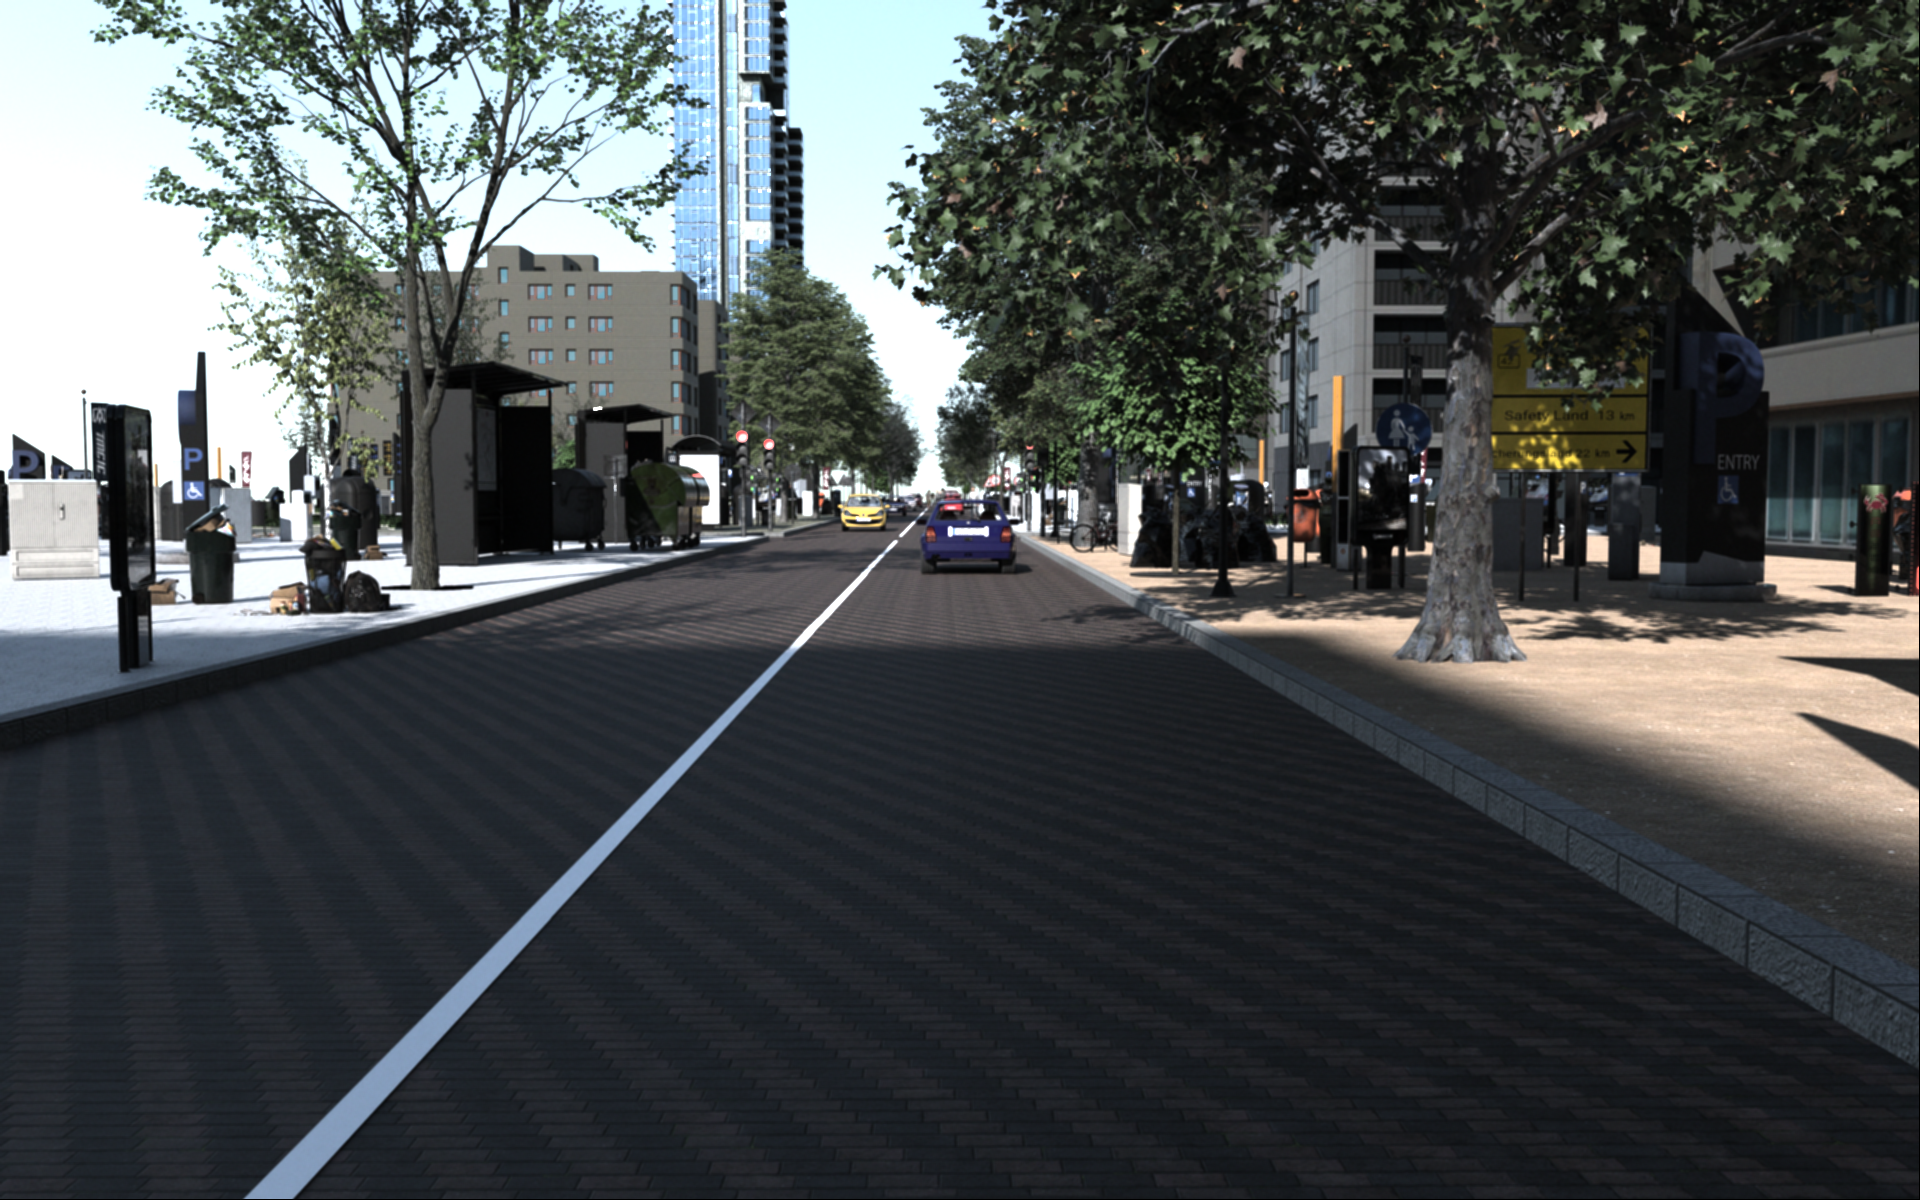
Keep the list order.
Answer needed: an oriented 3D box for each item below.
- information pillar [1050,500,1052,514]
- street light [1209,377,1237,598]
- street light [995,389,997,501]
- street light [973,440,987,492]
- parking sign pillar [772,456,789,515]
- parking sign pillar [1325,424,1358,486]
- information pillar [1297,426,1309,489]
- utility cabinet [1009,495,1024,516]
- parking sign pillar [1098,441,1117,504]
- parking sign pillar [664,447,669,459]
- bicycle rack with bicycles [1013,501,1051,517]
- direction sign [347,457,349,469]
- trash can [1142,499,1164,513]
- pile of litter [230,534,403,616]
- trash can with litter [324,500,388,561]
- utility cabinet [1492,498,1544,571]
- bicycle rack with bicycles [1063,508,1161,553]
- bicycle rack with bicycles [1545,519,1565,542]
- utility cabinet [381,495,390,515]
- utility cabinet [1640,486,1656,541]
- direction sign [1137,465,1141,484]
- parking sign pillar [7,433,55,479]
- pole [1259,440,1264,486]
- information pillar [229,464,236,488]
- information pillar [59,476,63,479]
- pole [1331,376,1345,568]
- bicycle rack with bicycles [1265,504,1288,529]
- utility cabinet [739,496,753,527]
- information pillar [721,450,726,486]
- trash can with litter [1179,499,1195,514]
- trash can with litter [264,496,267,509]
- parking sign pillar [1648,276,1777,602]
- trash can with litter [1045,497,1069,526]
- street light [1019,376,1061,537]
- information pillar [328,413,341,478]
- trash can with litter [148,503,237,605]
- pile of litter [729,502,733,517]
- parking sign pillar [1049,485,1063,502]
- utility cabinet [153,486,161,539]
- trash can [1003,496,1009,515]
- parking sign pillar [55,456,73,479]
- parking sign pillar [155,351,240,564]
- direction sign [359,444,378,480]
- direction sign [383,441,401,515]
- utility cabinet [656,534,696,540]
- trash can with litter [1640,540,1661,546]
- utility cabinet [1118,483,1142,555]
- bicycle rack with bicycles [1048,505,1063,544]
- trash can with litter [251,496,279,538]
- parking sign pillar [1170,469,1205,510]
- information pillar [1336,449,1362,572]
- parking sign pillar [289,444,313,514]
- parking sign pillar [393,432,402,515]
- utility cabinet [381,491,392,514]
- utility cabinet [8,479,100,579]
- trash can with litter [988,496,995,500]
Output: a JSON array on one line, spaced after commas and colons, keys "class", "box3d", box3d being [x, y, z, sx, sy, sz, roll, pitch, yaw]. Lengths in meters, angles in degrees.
[{"class": "information pillar", "box3d": [5.637, -6.147, 104.996, 0.304, 2.012, 0.304, 2, 4, 26]}, {"class": "street light", "box3d": [2.740, -2.992, 21.456, 1.470, 5.913, 1.316, 0, 4, -1]}, {"class": "street light", "box3d": [2.155, -6.299, 75.531, 1.470, 5.913, 1.316, 0, 4, -1]}, {"class": "street light", "box3d": [1.648, -8.107, 105.086, 1.470, 5.913, 1.316, 0, 4, -1]}, {"class": "parking sign pillar", "box3d": [-11.271, -7.371, 108.989, 1.447, 3.967, 1.447, 2, 4, 29]}, {"class": "parking sign pillar", "box3d": [14.528, -4.744, 66.030, 1.447, 3.967, 1.447, -2, 4, -35]}, {"class": "information pillar", "box3d": [9.899, -3.589, 50.043, 0.504, 3.616, 0.183, -3, 5, -43]}, {"class": "utility cabinet", "box3d": [3.420, -5.552, 101.933, 1.020, 1.237, 0.306, -1, 4, -22]}, {"class": "parking sign pillar", "box3d": [5.114, -4.388, 60.218, 1.447, 3.967, 1.447, 1, 4, 16]}, {"class": "parking sign pillar", "box3d": [-16.770, -6.795, 99.571, 1.447, 3.967, 1.447, -1, 4, -18]}, {"class": "bicycle rack with bicycles", "box3d": [4.037, -5.101, 96.791, 2.852, 0.926, 2.925, 0, 4, 4]}, {"class": "direction sign", "box3d": [-37.105, -6.976, 106.058, 0.876, 3.537, 0.379, 1, 4, 15]}, {"class": "trash can", "box3d": [5.288, -2.201, 47.641, 0.748, 1.137, 0.748, 0, 3, 0]}, {"class": "pile of litter", "box3d": [-6.988, -0.299, 18.854, 1.719, 0.858, 1.176, -1, 4, -14]}, {"class": "trash can with litter", "box3d": [-11.685, -1.353, 33.517, 0.624, 1.170, 1.055, 3, 5, 43]}, {"class": "utility cabinet", "box3d": [9.273, -1.096, 29.085, 1.020, 1.237, 0.306, -1, 4, -17]}, {"class": "bicycle rack with bicycles", "box3d": [4.106, -1.546, 38.663, 2.925, 0.926, 2.852, 1, 4, 16]}, {"class": "bicycle rack with bicycles", "box3d": [15.218, -2.033, 46.616, 2.852, 0.926, 2.925, -2, 4, -29]}, {"class": "utility cabinet", "box3d": [-31.602, -5.109, 94.701, 0.306, 1.237, 1.020, 1, 4, 17]}, {"class": "utility cabinet", "box3d": [18.316, -2.341, 46.947, 1.173, 1.500, 0.318, -2, 4, -24]}, {"class": "direction sign", "box3d": [13.828, -8.671, 133.763, 0.379, 3.537, 0.876, 1, 4, 21]}, {"class": "parking sign pillar", "box3d": [-41.240, -5.396, 76.697, 1.447, 3.967, 1.447, -1, 4, -11]}, {"class": "pole", "box3d": [11.405, -4.382, 65.492, 0.158, 3.312, 0.155, 0, 3, 0]}, {"class": "information pillar", "box3d": [-56.439, -8.748, 134.384, 0.504, 3.616, 0.183, 0, 4, 5]}, {"class": "information pillar", "box3d": [-35.635, -3.942, 68.942, 0.304, 2.012, 0.304, -3, 5, -44]}, {"class": "pole", "box3d": [6.537, -2.210, 29.971, 0.158, 3.312, 0.155, 0, 3, 0]}, {"class": "bicycle rack with bicycles", "box3d": [12.400, -3.068, 63.548, 2.852, 0.926, 2.925, -1, 4, -17]}, {"class": "utility cabinet", "box3d": [-8.460, -3.498, 68.360, 0.306, 1.237, 1.020, -1, 4, -23]}, {"class": "information pillar", "box3d": [-11.829, -5.777, 85.814, 0.504, 3.616, 0.183, 0, 4, 2]}, {"class": "trash can with litter", "box3d": [11.014, -4.515, 85.208, 0.624, 1.170, 1.055, 3, 5, 40]}, {"class": "trash can with litter", "box3d": [-40.096, -5.488, 101.111, 1.055, 1.170, 0.624, 1, 4, 23]}, {"class": "parking sign pillar", "box3d": [9.220, -1.997, 21.123, 1.447, 3.967, 1.447, -2, 4, -24]}, {"class": "trash can with litter", "box3d": [3.850, -3.618, 70.547, 1.055, 1.170, 0.624, -1, 4, -22]}, {"class": "street light", "box3d": [2.300, -4.830, 51.504, 1.470, 5.913, 1.316, 0, 4, -1]}, {"class": "information pillar", "box3d": [-18.162, -3.608, 50.345, 0.183, 3.616, 0.504, 1, 4, 10]}, {"class": "trash can with litter", "box3d": [-8.987, -0.538, 20.186, 1.055, 1.170, 0.624, -1, 4, -21]}, {"class": "pile of litter", "box3d": [-12.610, -5.103, 97.399, 1.176, 0.858, 1.719, 0, 4, 4]}, {"class": "parking sign pillar", "box3d": [6.338, -7.693, 114.253, 1.447, 3.967, 1.447, -1, 4, -16]}, {"class": "utility cabinet", "box3d": [-22.957, -2.475, 49.141, 1.173, 1.500, 0.318, 3, 4, 38]}, {"class": "trash can", "box3d": [2.912, -5.922, 108.478, 0.748, 1.137, 0.748, 0, 3, 0]}, {"class": "parking sign pillar", "box3d": [-60.656, -7.871, 117.158, 1.447, 3.967, 1.447, -2, 4, -35]}, {"class": "parking sign pillar", "box3d": [-14.207, -2.672, 32.161, 1.447, 3.967, 1.447, -1, 4, -21]}, {"class": "direction sign", "box3d": [-26.793, -5.293, 78.544, 0.876, 3.537, 0.379, -3, 5, -45]}, {"class": "direction sign", "box3d": [-23.988, -4.983, 73.464, 0.876, 3.537, 0.379, -2, 4, -31]}, {"class": "utility cabinet", "box3d": [-7.855, -2.393, 47.808, 0.318, 1.500, 1.173, 3, 5, 41]}, {"class": "trash can with litter", "box3d": [17.600, -1.940, 42.775, 2.233, 1.210, 1.678, 2, 4, 24]}, {"class": "utility cabinet", "box3d": [3.581, -1.697, 36.425, 0.318, 1.500, 1.173, 0, 4, -5]}, {"class": "bicycle rack with bicycles", "box3d": [3.631, -1.870, 43.958, 2.852, 0.926, 2.925, 0, 4, -7]}, {"class": "trash can with litter", "box3d": [-21.269, -2.467, 51.393, 2.233, 1.210, 1.678, 0, 4, -5]}, {"class": "parking sign pillar", "box3d": [8.455, -4.635, 64.249, 1.447, 3.967, 1.447, -2, 4, -29]}, {"class": "information pillar", "box3d": [6.448, -1.478, 28.654, 0.304, 2.012, 0.304, -2, 4, -33]}, {"class": "parking sign pillar", "box3d": [-35.507, -6.409, 93.257, 1.447, 3.967, 1.447, 2, 4, 29]}, {"class": "parking sign pillar", "box3d": [-24.347, -5.376, 76.371, 1.447, 3.967, 1.447, 2, 4, 26]}, {"class": "utility cabinet", "box3d": [-35.564, -6.036, 107.373, 0.318, 1.500, 1.173, 3, 5, 39]}, {"class": "utility cabinet", "box3d": [-13.622, -1.062, 26.047, 1.173, 1.500, 0.318, -2, 4, -31]}, {"class": "trash can with litter", "box3d": [2.245, -6.009, 109.638, 1.055, 1.170, 0.624, 3, 5, 43]}]
